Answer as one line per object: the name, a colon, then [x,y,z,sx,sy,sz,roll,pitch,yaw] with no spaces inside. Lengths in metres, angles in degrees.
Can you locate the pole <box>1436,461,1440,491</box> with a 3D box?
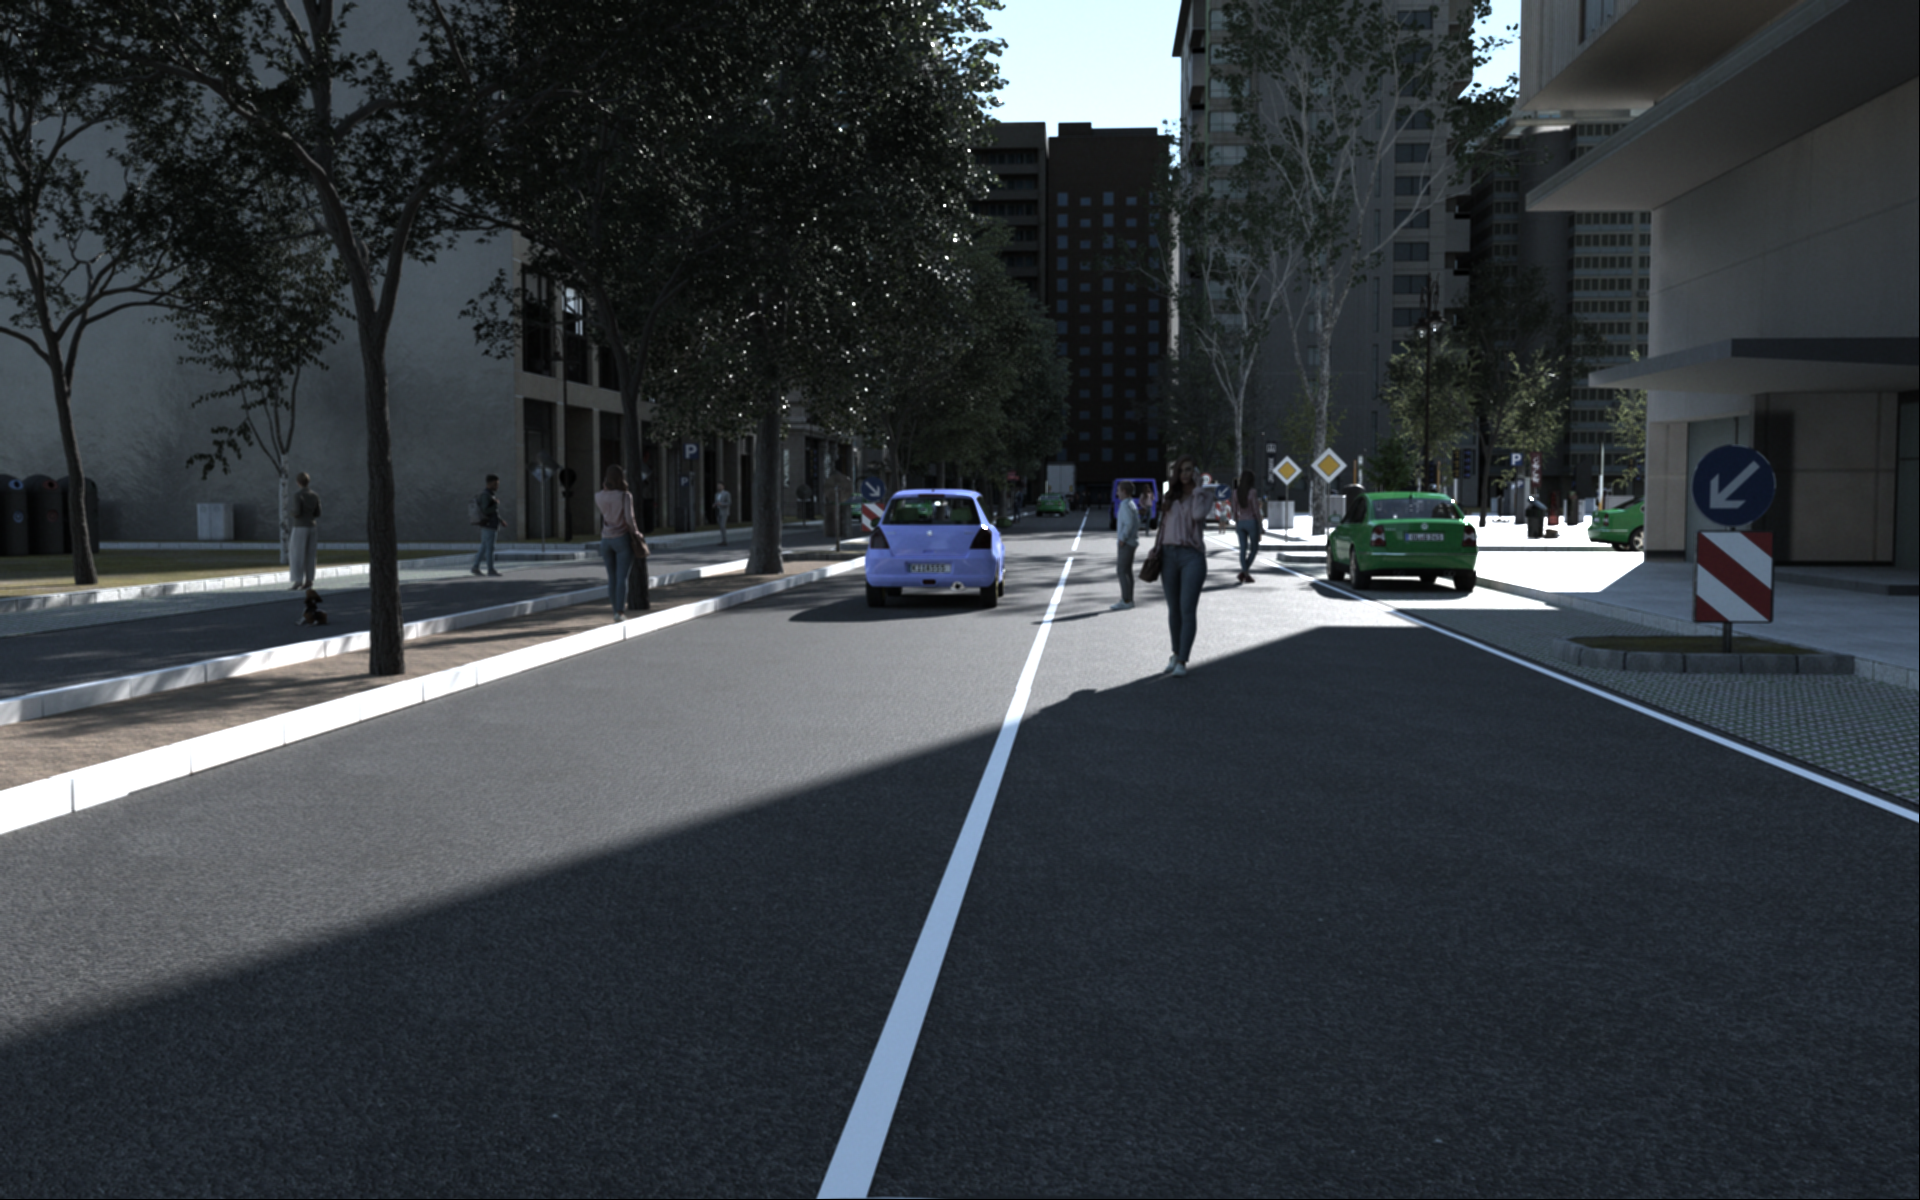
pole: [29.712,-6.960,107.635,0.158,3.312,0.155,0,3,0]

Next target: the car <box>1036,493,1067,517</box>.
car: [5.859,-6.271,111.326,1.959,1.807,4.718,0,4,5]

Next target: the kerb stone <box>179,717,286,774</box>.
kerb stone: [-3.944,0.787,9.350,0.120,0.150,1.000,0,4,4]

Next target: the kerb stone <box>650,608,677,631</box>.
kerb stone: [-3.237,0.224,18.538,0.120,0.150,1.000,0,4,4]

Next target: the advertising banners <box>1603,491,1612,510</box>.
advertising banners: [29.268,-5.040,78.594,0.090,3.025,2.074,0,4,7]

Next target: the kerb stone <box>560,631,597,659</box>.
kerb stone: [-3.473,0.416,15.474,0.120,0.150,1.000,0,4,4]

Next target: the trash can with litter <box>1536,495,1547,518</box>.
trash can with litter: [31.978,-5.135,95.006,2.233,1.210,1.678,1,4,16]

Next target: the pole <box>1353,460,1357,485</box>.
pole: [23.577,-6.703,103.437,0.158,3.312,0.155,0,3,0]

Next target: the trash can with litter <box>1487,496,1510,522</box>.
trash can with litter: [24.782,-4.207,79.841,1.678,1.210,2.233,1,4,19]

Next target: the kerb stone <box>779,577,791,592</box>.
kerb stone: [-2.687,-0.208,25.689,0.120,0.150,1.000,0,4,4]

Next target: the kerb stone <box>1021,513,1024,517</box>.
kerb stone: [3.831,-5.374,110.086,0.120,0.150,1.000,0,4,4]

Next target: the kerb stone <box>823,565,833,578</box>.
kerb stone: [-2.365,-0.464,29.781,0.120,0.150,1.000,0,4,4]

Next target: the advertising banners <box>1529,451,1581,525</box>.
advertising banners: [24.345,-4.570,70.905,2.074,3.025,0.090,1,4,10]

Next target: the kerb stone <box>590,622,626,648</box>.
kerb stone: [-3.397,0.349,16.493,0.120,0.150,1.000,0,4,4]

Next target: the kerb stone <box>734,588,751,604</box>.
kerb stone: [-2.923,-0.026,22.623,0.120,0.150,1.000,0,4,4]

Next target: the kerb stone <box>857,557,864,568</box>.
kerb stone: [-2.051,-0.706,33.870,0.120,0.150,1.000,0,4,4]

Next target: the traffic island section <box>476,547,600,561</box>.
traffic island section: [-9.227,-0.978,38.275,2.009,0.180,2.903,0,4,4]

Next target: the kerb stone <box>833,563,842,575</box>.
kerb stone: [-2.285,-0.526,30.801,0.120,0.150,1.000,0,4,4]

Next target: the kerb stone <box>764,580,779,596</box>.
kerb stone: [-2.762,-0.150,24.670,0.120,0.150,1.000,0,4,4]

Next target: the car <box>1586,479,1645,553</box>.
car: [17.415,-1.977,41.126,4.718,1.807,1.959,0,4,6]

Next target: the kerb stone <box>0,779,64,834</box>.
kerb stone: [-4.100,0.913,7.302,0.120,0.150,1.000,0,4,4]

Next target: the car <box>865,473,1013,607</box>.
car: [-0.275,-0.835,23.239,1.945,1.707,3.694,0,4,3]

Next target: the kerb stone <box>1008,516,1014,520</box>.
kerb stone: [2.968,-4.682,98.852,0.120,0.150,1.000,0,4,4]

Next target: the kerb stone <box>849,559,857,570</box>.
kerb stone: [-2.128,-0.651,32.845,0.120,0.150,1.000,0,4,4]

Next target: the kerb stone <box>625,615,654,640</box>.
kerb stone: [-3.308,0.286,17.518,0.120,0.150,1.000,0,4,4]

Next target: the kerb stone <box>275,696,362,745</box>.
kerb stone: [-3.866,0.724,10.369,0.120,0.150,1.000,0,4,4]

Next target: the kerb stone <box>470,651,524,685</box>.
kerb stone: [-3.624,0.536,13.432,0.120,0.150,1.000,0,4,4]

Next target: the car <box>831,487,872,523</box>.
car: [-5.393,-4.759,86.613,1.959,1.807,4.718,0,4,6]

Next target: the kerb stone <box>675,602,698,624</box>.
kerb stone: [-3.156,0.161,19.557,0.120,0.150,1.000,0,4,4]

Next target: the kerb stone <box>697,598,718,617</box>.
kerb stone: [-3.079,0.106,20.576,0.120,0.150,1.000,0,4,4]

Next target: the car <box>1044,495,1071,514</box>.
car: [7.067,-6.988,126.249,2.014,1.417,4.499,0,4,5]

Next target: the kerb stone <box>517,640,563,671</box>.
kerb stone: [-3.551,0.474,14.451,0.120,0.150,1.000,0,4,4]

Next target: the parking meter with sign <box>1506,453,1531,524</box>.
parking meter with sign: [24.018,-4.744,73.822,0.543,3.016,1.738,3,4,39]

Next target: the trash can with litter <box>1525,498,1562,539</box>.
trash can with litter: [16.834,-2.357,49.916,0.624,1.170,1.055,-3,5,-41]

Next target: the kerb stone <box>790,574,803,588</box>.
kerb stone: [-2.606,-0.274,26.718,0.120,0.150,1.000,0,4,4]

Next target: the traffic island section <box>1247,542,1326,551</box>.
traffic island section: [8.479,-1.384,44.916,2.009,0.180,2.903,0,4,4]

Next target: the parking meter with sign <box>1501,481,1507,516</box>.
parking meter with sign: [32.333,-6.455,101.804,0.543,3.016,1.738,-1,4,-19]

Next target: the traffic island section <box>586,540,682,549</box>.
traffic island section: [-8.612,-1.465,46.236,2.009,0.180,2.903,0,4,4]

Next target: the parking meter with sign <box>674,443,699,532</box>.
parking meter with sign: [-9.304,-3.827,58.825,0.543,3.016,1.738,0,4,4]

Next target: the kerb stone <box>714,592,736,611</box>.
kerb stone: [-2.991,0.039,21.604,0.120,0.150,1.000,0,4,4]

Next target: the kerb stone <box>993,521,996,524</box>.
kerb stone: [1.780,-3.744,83.503,0.120,0.150,1.000,0,4,4]

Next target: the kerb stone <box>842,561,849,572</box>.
kerb stone: [-2.209,-0.581,31.821,0.120,0.150,1.000,0,4,4]

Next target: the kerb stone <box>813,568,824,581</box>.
kerb stone: [-2.440,-0.401,28.758,0.120,0.150,1.000,0,4,4]

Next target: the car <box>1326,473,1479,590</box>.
car: [6.834,-1.117,27.060,1.959,1.807,4.718,0,4,4]

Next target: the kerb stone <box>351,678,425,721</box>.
kerb stone: [-3.788,0.661,11.388,0.120,0.150,1.000,0,4,4]

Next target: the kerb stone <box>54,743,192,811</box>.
kerb stone: [-4.019,0.849,8.320,0.120,0.150,1.000,0,4,4]

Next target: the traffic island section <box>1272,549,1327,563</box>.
traffic island section: [7.863,-0.897,36.954,2.009,0.180,2.903,0,4,4]

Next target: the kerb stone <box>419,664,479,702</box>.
kerb stone: [-3.706,0.601,12.410,0.120,0.150,1.000,0,4,4]

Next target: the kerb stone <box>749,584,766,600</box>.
kerb stone: [-2.844,-0.088,23.642,0.120,0.150,1.000,0,4,4]

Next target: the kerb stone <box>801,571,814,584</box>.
kerb stone: [-2.524,-0.339,27.739,0.120,0.150,1.000,0,4,4]

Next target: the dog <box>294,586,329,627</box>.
dog: [-7.202,0.068,19.079,0.550,0.427,0.748,1,4,10]
